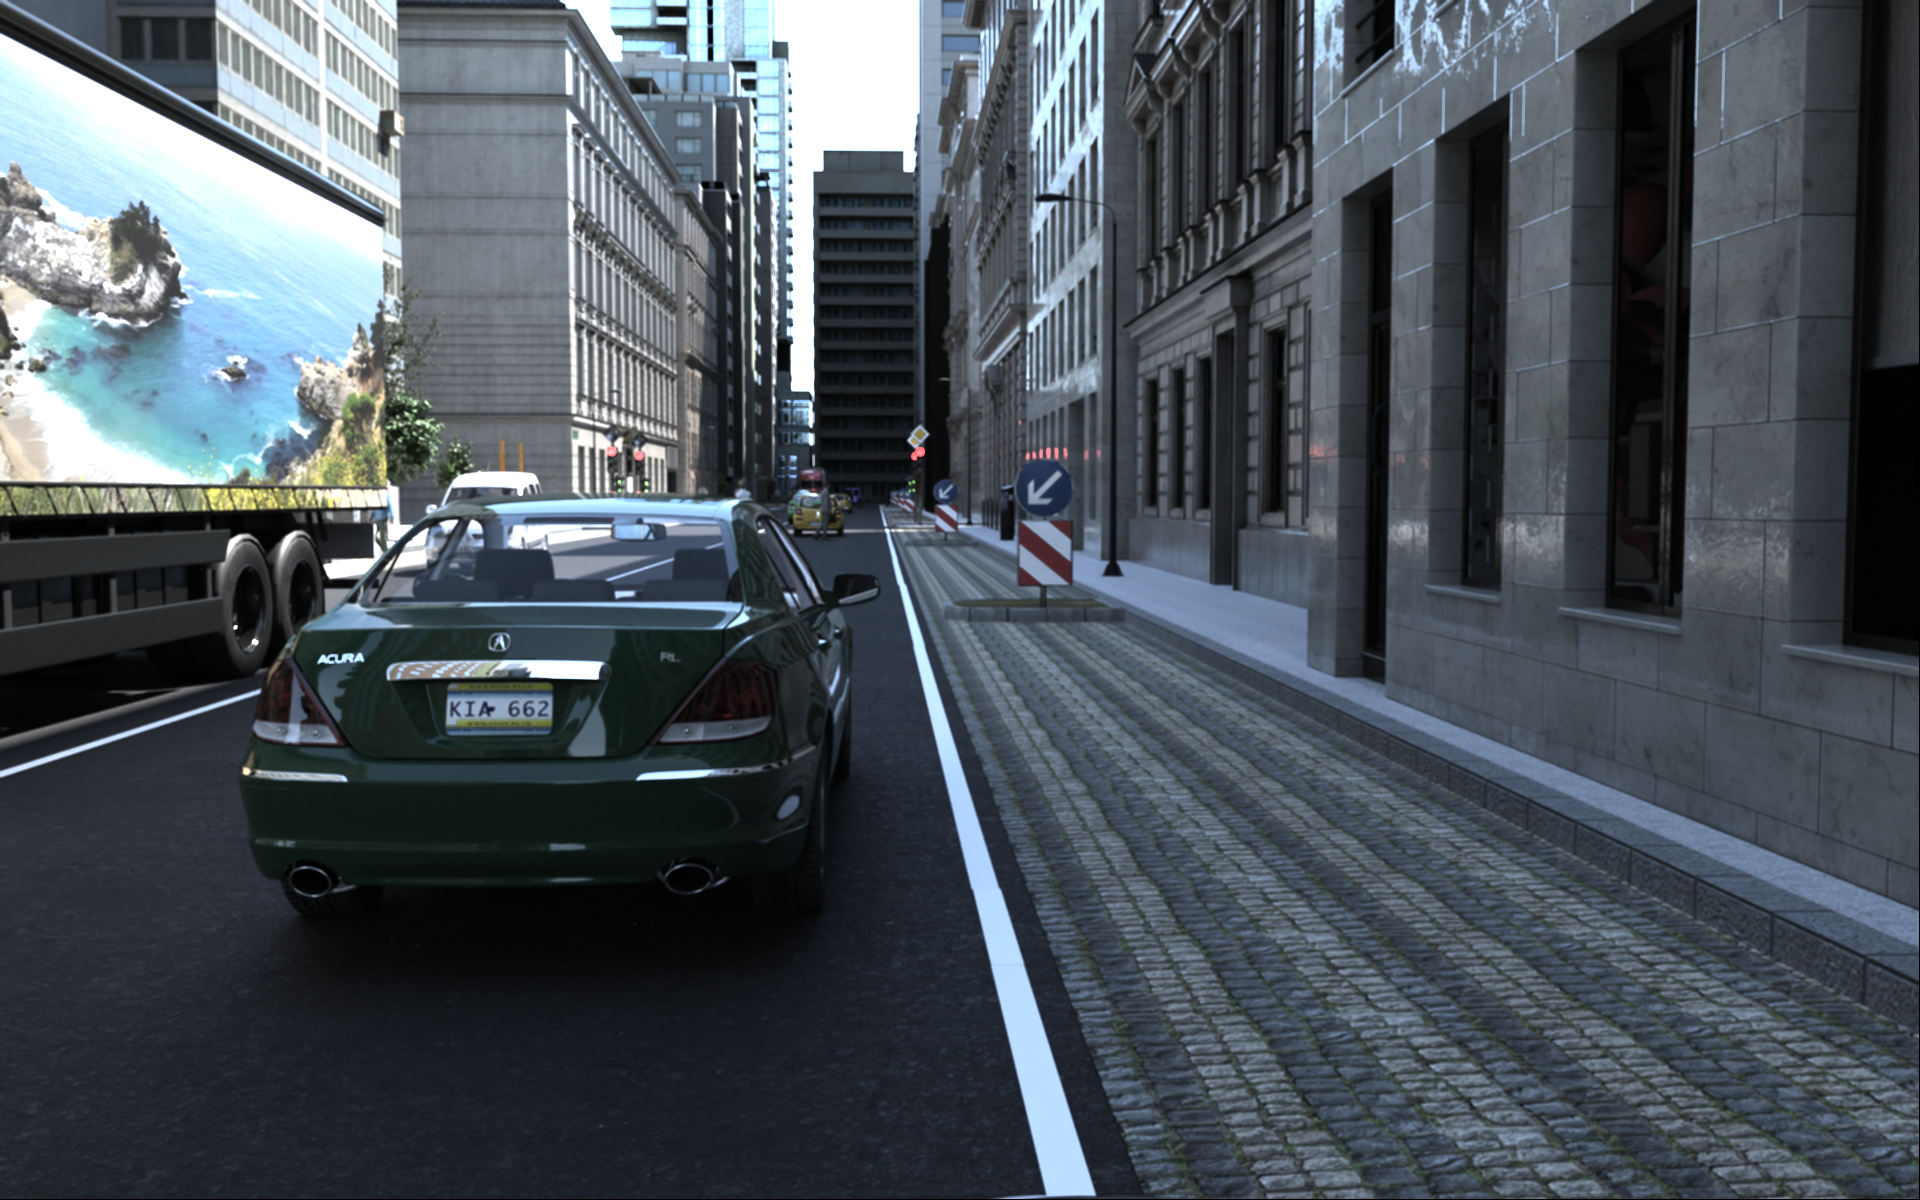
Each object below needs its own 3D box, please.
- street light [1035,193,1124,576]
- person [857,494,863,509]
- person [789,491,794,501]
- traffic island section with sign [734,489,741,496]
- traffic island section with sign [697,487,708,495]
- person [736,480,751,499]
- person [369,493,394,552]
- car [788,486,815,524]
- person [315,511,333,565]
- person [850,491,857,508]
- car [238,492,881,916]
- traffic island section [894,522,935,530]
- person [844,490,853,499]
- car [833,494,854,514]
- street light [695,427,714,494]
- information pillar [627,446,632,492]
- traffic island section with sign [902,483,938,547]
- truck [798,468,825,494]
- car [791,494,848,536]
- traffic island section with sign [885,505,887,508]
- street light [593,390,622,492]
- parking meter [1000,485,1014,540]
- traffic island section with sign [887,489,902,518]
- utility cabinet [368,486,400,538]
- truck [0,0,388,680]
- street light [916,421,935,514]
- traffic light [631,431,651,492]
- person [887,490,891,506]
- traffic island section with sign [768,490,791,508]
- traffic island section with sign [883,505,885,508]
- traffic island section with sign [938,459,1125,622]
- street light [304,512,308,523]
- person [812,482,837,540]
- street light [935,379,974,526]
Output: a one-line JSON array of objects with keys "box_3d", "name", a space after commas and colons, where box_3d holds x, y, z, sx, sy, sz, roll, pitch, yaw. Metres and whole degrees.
[{"box_3d": [1.854, -3.327, 26.945, 1.470, 5.913, 1.316, 0, 4, -3], "name": "street light"}, {"box_3d": [-9.753, -9.670, 169.833, 0.421, 1.427, 0.697, -3, 4, -38], "name": "person"}, {"box_3d": [-18.754, -11.255, 193.230, 0.721, 1.736, 1.217, 2, 4, 25], "name": "person"}, {"box_3d": [-16.467, -7.380, 129.283, 1.989, 1.847, 2.006, 0, 4, -3], "name": "traffic island section with sign"}, {"box_3d": [-15.166, -5.728, 102.278, 1.989, 1.847, 2.006, 0, 4, -3], "name": "traffic island section with sign"}, {"box_3d": [-5.542, -2.185, 44.449, 0.478, 1.798, 0.641, -2, 4, -25], "name": "person"}, {"box_3d": [-12.160, -1.688, 36.445, 0.444, 1.785, 0.601, -3, 5, -42], "name": "person"}, {"box_3d": [-7.419, -4.635, 84.582, 1.959, 1.807, 4.718, 0, 4, -2], "name": "car"}, {"box_3d": [-12.972, -1.640, 35.119, 0.447, 1.846, 0.655, 0, 4, -3], "name": "person"}, {"box_3d": [-11.121, -10.385, 178.820, 1.217, 1.766, 0.721, -1, 4, -14], "name": "person"}, {"box_3d": [-1.410, 0.272, 7.344, 2.131, 1.459, 4.920, 0, 4, -2], "name": "car"}, {"box_3d": [-1.592, -2.923, 70.074, 2.009, 0.180, 2.903, 0, 4, -3], "name": "traffic island section"}, {"box_3d": [-10.559, -9.308, 160.651, 1.348, 1.831, 0.705, 1, 4, 8], "name": "person"}, {"box_3d": [-8.901, -7.255, 128.836, 2.015, 1.641, 3.980, 0, 4, -1], "name": "car"}, {"box_3d": [-17.746, -9.022, 120.049, 1.470, 5.913, 1.316, 0, 4, -3], "name": "street light"}, {"box_3d": [-16.292, -5.751, 85.386, 0.183, 3.616, 0.504, 1, 4, 11], "name": "information pillar"}, {"box_3d": [-0.520, -2.394, 47.764, 1.989, 1.847, 2.006, 0, 4, -3], "name": "traffic island section with sign"}, {"box_3d": [-15.942, -12.162, 187.754, 2.839, 4.237, 11.283, 0, 4, -3], "name": "truck"}, {"box_3d": [-4.879, -3.045, 60.005, 2.015, 1.641, 3.980, 0, 4, -3], "name": "car"}, {"box_3d": [-4.447, -7.406, 129.721, 1.989, 1.847, 2.006, 0, 4, -3], "name": "traffic island section with sign"}, {"box_3d": [-15.740, -6.398, 77.154, 1.470, 5.913, 1.316, 0, 4, -3], "name": "street light"}, {"box_3d": [1.313, -2.433, 48.183, 0.372, 1.533, 0.369, 0, 3, 0], "name": "parking meter"}, {"box_3d": [-3.148, -5.749, 102.621, 1.989, 1.847, 2.006, 0, 4, -3], "name": "traffic island section with sign"}, {"box_3d": [-16.499, -2.503, 49.605, 0.318, 1.500, 1.173, 1, 4, 13], "name": "utility cabinet"}, {"box_3d": [-6.622, -1.370, 11.316, 2.839, 4.237, 11.283, 0, 4, -2], "name": "truck"}, {"box_3d": [-2.129, -8.427, 110.320, 1.470, 5.913, 1.316, 0, 4, -3], "name": "street light"}, {"box_3d": [-14.261, -5.408, 77.334, 0.839, 4.253, 0.868, 0, 4, -3], "name": "traffic light"}, {"box_3d": [-7.630, -10.813, 185.312, 0.705, 1.821, 1.348, -1, 4, -18], "name": "person"}, {"box_3d": [-18.855, -10.437, 179.264, 1.989, 1.847, 2.006, 0, 4, -3], "name": "traffic island section with sign"}, {"box_3d": [-6.839, -10.463, 179.689, 1.989, 1.847, 2.006, 0, 4, -3], "name": "traffic island section with sign"}, {"box_3d": [0.802, -0.706, 20.170, 1.989, 1.847, 2.006, 0, 4, -3], "name": "traffic island section with sign"}, {"box_3d": [-13.844, -4.005, 38.017, 1.470, 5.913, 1.316, 0, 4, -3], "name": "street light"}, {"box_3d": [-4.174, -2.773, 53.954, 0.853, 1.813, 0.709, -2, 4, -25], "name": "person"}, {"box_3d": [-0.155, -5.951, 69.834, 1.470, 5.913, 1.316, 0, 4, -3], "name": "street light"}]
